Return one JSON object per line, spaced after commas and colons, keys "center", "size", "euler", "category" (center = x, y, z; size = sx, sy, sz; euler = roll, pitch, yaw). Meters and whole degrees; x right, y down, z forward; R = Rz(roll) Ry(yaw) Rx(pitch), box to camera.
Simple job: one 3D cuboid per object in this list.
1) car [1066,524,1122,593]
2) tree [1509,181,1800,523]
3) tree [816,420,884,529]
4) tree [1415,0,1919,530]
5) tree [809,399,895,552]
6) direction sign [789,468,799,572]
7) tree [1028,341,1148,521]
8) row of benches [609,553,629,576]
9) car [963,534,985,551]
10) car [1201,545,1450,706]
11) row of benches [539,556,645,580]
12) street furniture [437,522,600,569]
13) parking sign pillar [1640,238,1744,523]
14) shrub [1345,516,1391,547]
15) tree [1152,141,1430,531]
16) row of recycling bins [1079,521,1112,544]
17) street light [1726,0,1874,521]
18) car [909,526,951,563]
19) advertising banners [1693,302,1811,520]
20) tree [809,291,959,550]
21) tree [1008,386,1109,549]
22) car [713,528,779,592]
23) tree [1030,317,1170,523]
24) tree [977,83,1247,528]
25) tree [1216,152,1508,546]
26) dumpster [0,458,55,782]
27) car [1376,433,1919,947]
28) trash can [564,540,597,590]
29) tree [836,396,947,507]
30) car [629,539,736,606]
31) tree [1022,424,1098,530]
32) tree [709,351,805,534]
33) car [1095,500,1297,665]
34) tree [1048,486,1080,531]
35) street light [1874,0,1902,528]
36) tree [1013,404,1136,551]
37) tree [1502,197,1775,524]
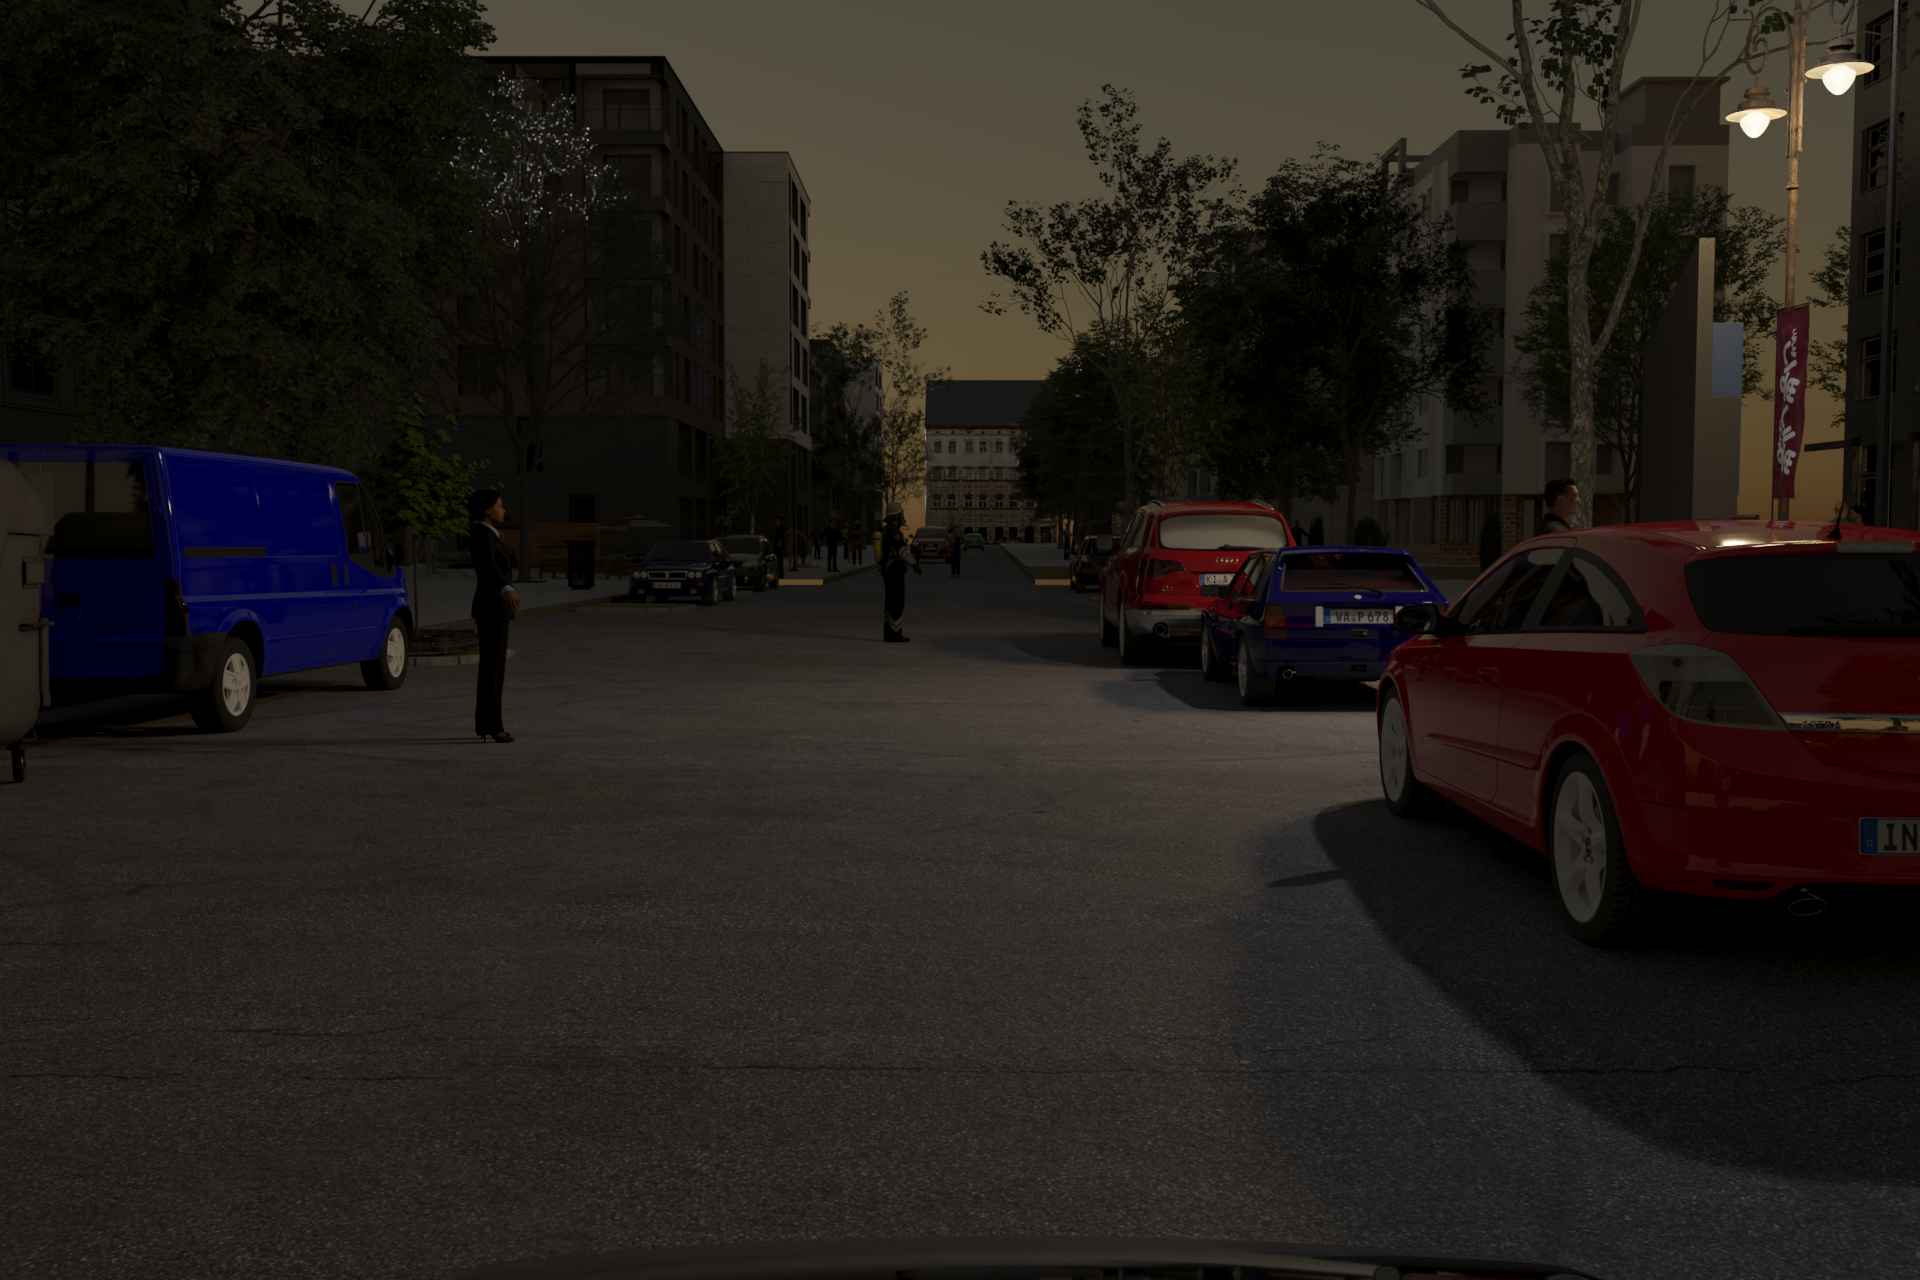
{"center": [3.684, -2.061, 43.477], "size": [2.009, 1.686, 4.222], "euler": [0, 4, 1], "category": "car"}
{"center": [20.336, -7.672, 51.198], "size": [9.928, 11.665, 9.643], "euler": [0, 3, 0], "category": "tree"}
{"center": [-7.636, -9.906, 112.333], "size": [4.360, 8.622, 3.978], "euler": [0, 3, 0], "category": "tree"}
{"center": [8.928, -10.360, 25.278], "size": [12.611, 20.169, 13.585], "euler": [0, 3, 0], "category": "tree"}
{"center": [-7.984, -11.382, 120.501], "size": [7.601, 10.594, 8.767], "euler": [-3, 4, -36], "category": "tree"}
{"center": [-5.694, -4.121, 59.374], "size": [0.379, 3.537, 0.876], "euler": [0, 4, 1], "category": "direction sign"}
{"center": [7.531, -11.196, 101.176], "size": [7.486, 12.596, 7.792], "euler": [0, 3, 0], "category": "tree"}
{"center": [-10.771, -2.391, 54.563], "size": [1.422, 0.672, 4.104], "euler": [-1, 4, -11], "category": "row of benches"}
{"center": [1.171, -8.526, 148.192], "size": [1.959, 1.807, 4.718], "euler": [0, 4, 1], "category": "car"}
{"center": [3.223, -0.193, 15.742], "size": [1.945, 1.354, 3.894], "euler": [0, 4, 1], "category": "car"}
{"center": [-10.107, -2.048, 48.952], "size": [4.104, 0.672, 1.422], "euler": [2, 4, 28], "category": "row of benches"}
{"center": [-17.789, -3.773, 68.546], "size": [11.010, 1.723, 9.812], "euler": [-1, 4, -20], "category": "street furniture"}
{"center": [6.940, -1.715, 16.511], "size": [1.447, 3.967, 1.447], "euler": [0, 4, 1], "category": "parking sign pillar"}
{"center": [15.525, -3.764, 65.959], "size": [1.690, 2.028, 1.600], "euler": [0, 3, 0], "category": "shrub"}
{"center": [10.855, -9.257, 58.007], "size": [9.857, 13.997, 8.962], "euler": [0, 3, 0], "category": "tree"}
{"center": [4.242, -2.930, 55.018], "size": [1.069, 1.692, 3.534], "euler": [0, 4, 1], "category": "row of recycling bins"}
{"center": [6.707, -2.522, 14.015], "size": [0.468, 5.910, 1.993], "euler": [0, 4, 1], "category": "street light"}
{"center": [-1.388, -4.735, 86.090], "size": [2.281, 1.827, 5.304], "euler": [0, 4, 1], "category": "car"}
{"center": [6.404, -1.099, 14.164], "size": [0.090, 3.025, 2.074], "euler": [0, 4, 1], "category": "advertising banners"}
{"center": [-6.810, -17.082, 135.182], "size": [12.611, 20.169, 13.585], "euler": [0, 3, 0], "category": "tree"}
{"center": [8.629, -14.744, 147.722], "size": [9.857, 13.997, 8.962], "euler": [0, 3, 0], "category": "tree"}
{"center": [-5.671, -2.106, 44.223], "size": [2.009, 1.686, 4.222], "euler": [0, 4, 1], "category": "car"}
{"center": [7.390, -10.594, 91.344], "size": [7.486, 12.596, 7.792], "euler": [0, 3, 0], "category": "tree"}
{"center": [6.383, -13.460, 75.962], "size": [12.611, 20.169, 13.585], "euler": [0, 3, 0], "category": "tree"}
{"center": [9.725, -6.564, 41.731], "size": [7.601, 10.594, 8.767], "euler": [-2, 4, -28], "category": "tree"}
{"center": [-6.125, -0.075, 9.435], "size": [1.865, 1.857, 1.264], "euler": [0, 4, 1], "category": "dumpster"}
{"center": [3.062, 0.096, 7.477], "size": [2.155, 1.783, 4.494], "euler": [0, 4, 1], "category": "car"}
{"center": [-8.768, -1.738, 40.072], "size": [0.748, 1.137, 0.748], "euler": [0, 3, 0], "category": "trash can"}
{"center": [-6.266, -14.859, 153.309], "size": [12.009, 13.543, 11.850], "euler": [0, 3, 0], "category": "tree"}
{"center": [-5.725, -1.430, 35.953], "size": [1.945, 1.354, 3.894], "euler": [0, 4, 1], "category": "car"}
{"center": [8.290, -11.843, 128.043], "size": [8.767, 10.594, 7.601], "euler": [3, 5, 43], "category": "tree"}
{"center": [-8.438, -7.350, 70.538], "size": [4.737, 8.622, 4.395], "euler": [0, 3, 0], "category": "tree"}
{"center": [2.782, -0.719, 20.433], "size": [2.281, 1.827, 5.304], "euler": [0, 4, 1], "category": "car"}
{"center": [8.605, -11.473, 137.938], "size": [4.737, 8.622, 4.395], "euler": [0, 3, 0], "category": "tree"}
{"center": [7.155, -2.433, 12.321], "size": [1.470, 5.913, 1.316], "euler": [0, 4, 1], "category": "street light"}
{"center": [7.707, -11.126, 116.327], "size": [8.767, 10.594, 7.601], "euler": [-1, 4, -20], "category": "tree"}
{"center": [24.591, -9.355, 63.322], "size": [12.009, 13.543, 11.850], "euler": [0, 3, 0], "category": "tree"}
